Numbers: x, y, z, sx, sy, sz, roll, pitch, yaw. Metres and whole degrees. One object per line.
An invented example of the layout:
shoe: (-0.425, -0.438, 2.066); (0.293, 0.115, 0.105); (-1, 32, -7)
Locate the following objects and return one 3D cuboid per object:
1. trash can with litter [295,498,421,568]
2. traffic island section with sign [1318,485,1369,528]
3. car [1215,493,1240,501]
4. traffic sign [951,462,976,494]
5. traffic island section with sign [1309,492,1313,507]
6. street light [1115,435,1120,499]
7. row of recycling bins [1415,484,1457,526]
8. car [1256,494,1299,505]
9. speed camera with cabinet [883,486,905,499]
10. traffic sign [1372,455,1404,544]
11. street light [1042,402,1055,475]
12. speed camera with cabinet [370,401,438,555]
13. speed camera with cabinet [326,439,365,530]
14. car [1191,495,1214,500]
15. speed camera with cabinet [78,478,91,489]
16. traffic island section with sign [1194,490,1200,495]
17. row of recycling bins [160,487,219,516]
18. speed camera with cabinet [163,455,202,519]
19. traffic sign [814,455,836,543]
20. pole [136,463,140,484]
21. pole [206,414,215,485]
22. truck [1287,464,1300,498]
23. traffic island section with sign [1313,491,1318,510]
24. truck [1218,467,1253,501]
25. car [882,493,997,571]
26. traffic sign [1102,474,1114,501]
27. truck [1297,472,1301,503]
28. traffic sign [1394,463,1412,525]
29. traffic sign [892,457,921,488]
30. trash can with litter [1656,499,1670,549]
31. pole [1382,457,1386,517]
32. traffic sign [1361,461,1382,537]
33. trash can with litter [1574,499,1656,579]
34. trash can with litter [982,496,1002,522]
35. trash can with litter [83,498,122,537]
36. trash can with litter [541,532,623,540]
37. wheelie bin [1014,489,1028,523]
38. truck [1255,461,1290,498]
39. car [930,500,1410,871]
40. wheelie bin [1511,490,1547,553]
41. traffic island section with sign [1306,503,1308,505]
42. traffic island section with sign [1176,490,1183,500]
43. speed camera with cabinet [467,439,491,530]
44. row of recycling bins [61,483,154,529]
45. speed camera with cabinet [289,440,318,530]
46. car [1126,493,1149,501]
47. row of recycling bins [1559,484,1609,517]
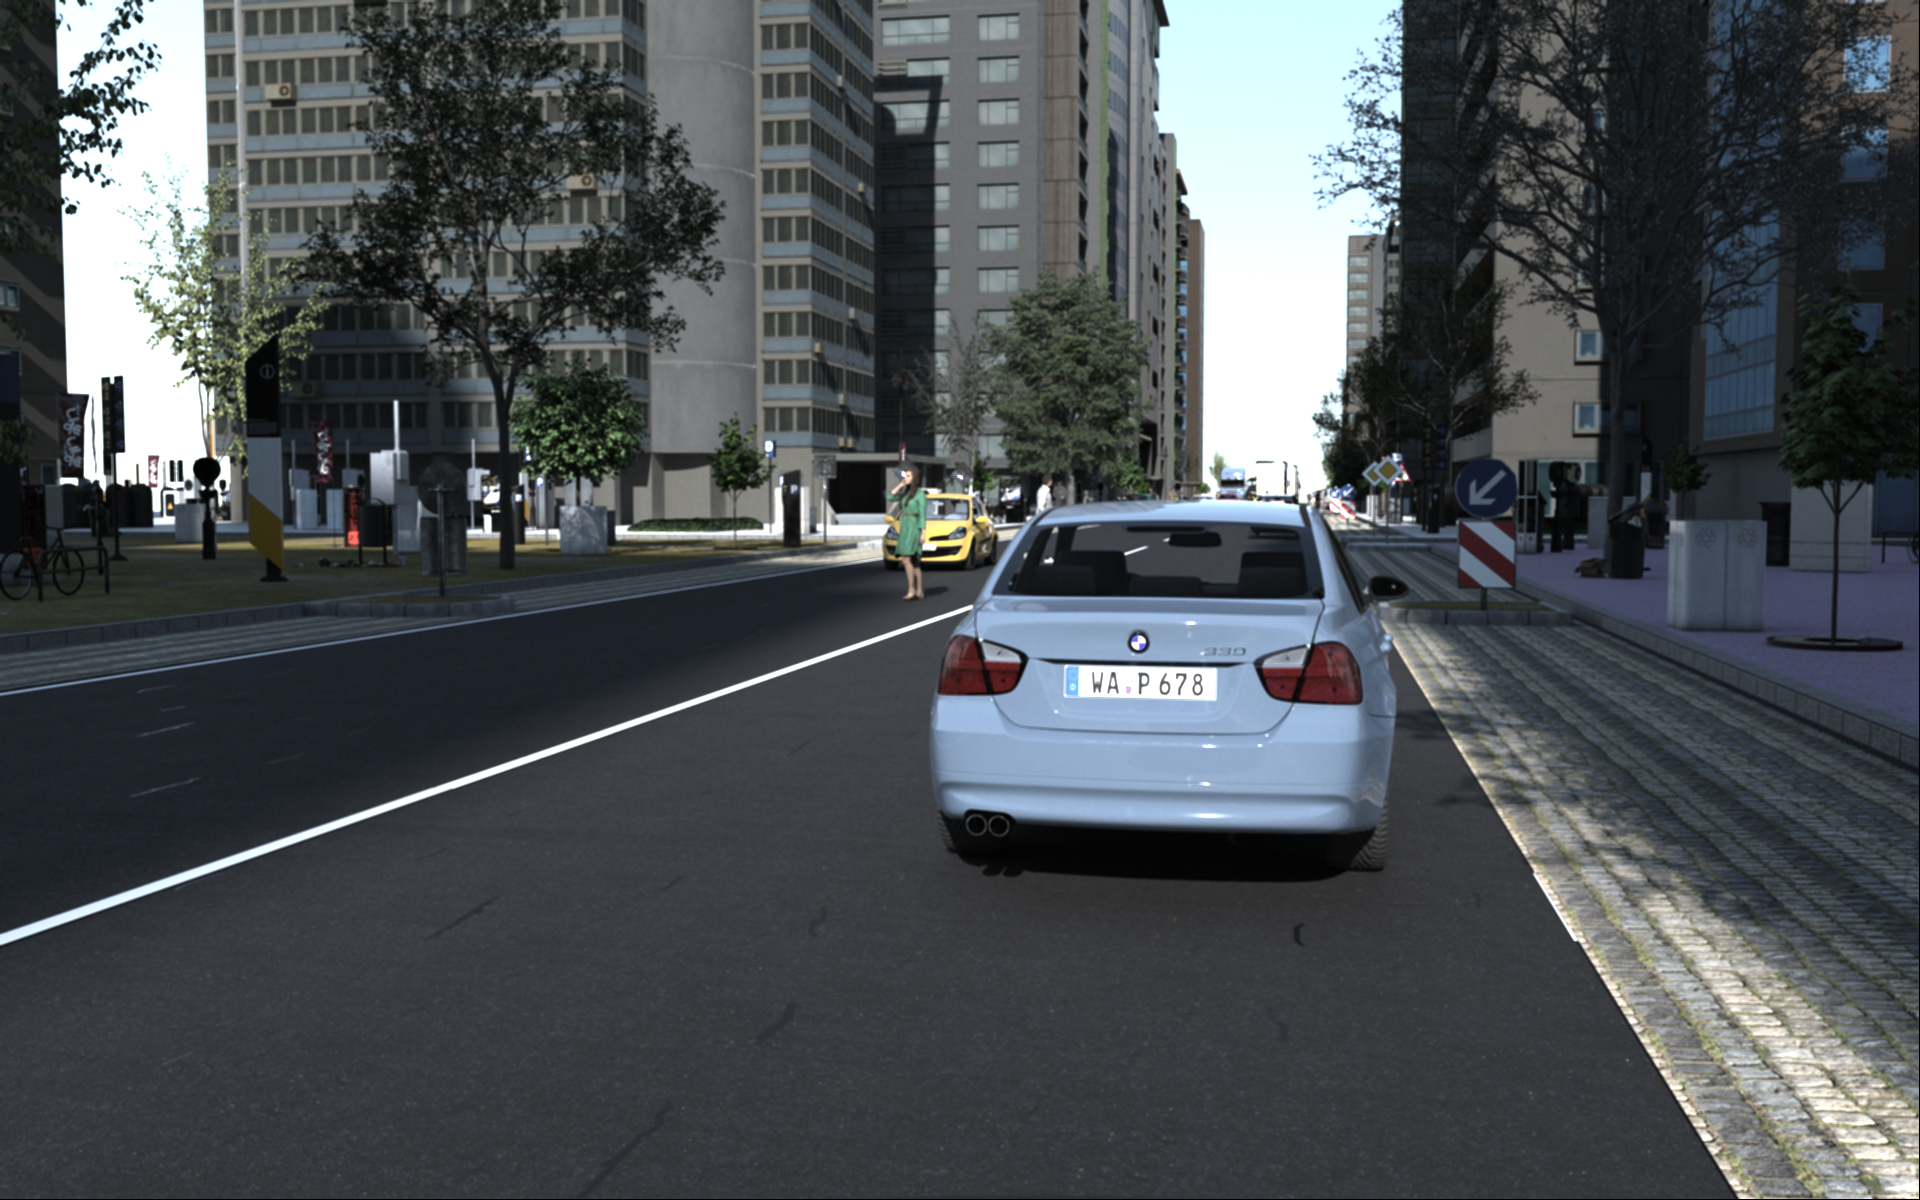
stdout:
trash can with litter: (-10.720, -1.206, 30.776); (2.233, 1.210, 1.678); (1, 4, 16)
traffic island section with sign: (16.528, -4.021, 74.366); (1.989, 1.847, 2.006); (1, 4, 11)
car: (23.002, -8.537, 148.619); (2.155, 1.783, 4.494); (1, 4, 12)
traffic sign: (0.095, -3.109, 54.478); (0.795, 2.450, 0.064); (1, 4, 11)
traffic island section with sign: (31.352, -8.636, 149.820); (1.989, 1.847, 2.006); (1, 4, 11)
street light: (10.785, -8.961, 119.303); (0.468, 5.910, 1.993); (1, 4, 11)
row of recycling bins: (19.727, -3.964, 71.925); (1.069, 1.692, 3.534); (0, 4, -1)
car: (10.424, -2.882, 56.914); (2.009, 1.686, 4.222); (1, 4, 11)
speed camera with cabinet: (-3.737, -6.044, 93.150); (2.038, 3.252, 0.660); (1, 4, 23)
traffic sign: (10.910, -2.481, 44.202); (0.795, 2.450, 0.064); (1, 4, 11)
street light: (4.454, -7.010, 87.406); (0.468, 5.910, 1.993); (1, 4, 11)
speed camera with cabinet: (-11.963, -2.635, 37.420); (0.660, 3.252, 2.038); (1, 4, 11)
speed camera with cabinet: (-22.001, -4.140, 62.029); (0.660, 3.252, 2.038); (0, 4, 4)
car: (16.280, -6.356, 116.285); (2.083, 1.381, 4.827); (1, 4, 11)
speed camera with cabinet: (-49.479, -6.314, 97.562); (0.660, 3.252, 2.038); (-1, 4, -13)
traffic island section with sign: (24.571, -10.432, 179.185); (1.989, 1.847, 2.006); (1, 4, 11)
row of recycling bins: (-45.267, -5.786, 101.706); (1.069, 1.692, 3.534); (2, 4, 32)
speed camera with cabinet: (-39.327, -5.703, 87.587); (2.038, 3.252, 0.660); (1, 4, 22)
traffic sign: (-3.544, -2.651, 45.475); (0.606, 2.300, 0.079); (1, 4, 15)
pole: (-54.292, -7.373, 114.385); (0.158, 3.312, 0.155); (0, 3, 0)
pole: (-19.070, -3.073, 44.093); (0.158, 3.312, 0.155); (0, 3, 0)
truck: (31.724, -11.054, 169.639); (2.839, 4.237, 11.283); (1, 4, 12)
traffic island section with sign: (21.730, -5.638, 100.816); (1.989, 1.847, 2.006); (1, 4, 11)
truck: (28.966, -11.689, 180.876); (2.967, 4.110, 18.799); (1, 4, 12)
car: (-0.361, -1.438, 33.733); (2.015, 1.641, 3.980); (1, 4, 10)
traffic sign: (9.532, -6.803, 111.339); (0.768, 2.556, 0.104); (1, 4, 12)
truck: (42.256, -14.271, 222.250); (2.839, 4.237, 11.283); (1, 4, 12)
traffic sign: (18.426, -4.428, 72.404); (0.884, 2.594, 0.081); (1, 4, 12)
traffic sign: (-1.445, -2.630, 46.642); (0.795, 2.450, 0.064); (1, 4, 11)
trash can with litter: (16.462, -1.803, 40.860); (0.624, 1.170, 1.055); (1, 4, 17)
pole: (23.208, -6.179, 94.873); (0.158, 3.312, 0.155); (0, 3, 0)
traffic sign: (12.450, -2.960, 52.038); (0.795, 2.450, 0.064); (1, 4, 11)
trash can with litter: (9.932, -0.920, 26.430); (1.055, 1.170, 0.624); (3, 5, 39)
trash can with litter: (1.086, -4.231, 80.231); (1.678, 1.210, 2.233); (-2, 4, -34)
trash can with litter: (-25.607, -2.470, 51.773); (0.624, 1.170, 1.055); (1, 4, 11)
trash can with litter: (-10.471, -2.286, 48.427); (2.233, 1.210, 1.678); (2, 4, 28)
wheelie bin: (2.611, -4.237, 77.177); (0.693, 1.594, 0.980); (1, 4, 15)
truck: (27.214, -9.906, 150.880); (2.839, 4.237, 11.283); (1, 4, 12)
car: (1.061, 0.244, 8.010); (2.014, 1.417, 4.499); (1, 4, 12)
wheelie bin: (12.445, -1.837, 37.945); (0.693, 1.594, 0.980); (0, 4, 7)
traffic island section with sign: (36.649, -10.286, 176.810); (1.989, 1.847, 2.006); (1, 4, 11)
traffic island section with sign: (19.284, -8.786, 152.281); (1.989, 1.847, 2.006); (1, 4, 11)
speed camera with cabinet: (-16.803, -4.124, 61.770); (2.038, 3.252, 0.660); (3, 5, 44)
row of recycling bins: (-32.446, -3.581, 65.660); (1.069, 1.692, 3.534); (3, 4, 38)
speed camera with cabinet: (-23.820, -4.191, 62.853); (0.660, 3.252, 2.038); (-2, 4, -31)
car: (11.367, -6.249, 110.968); (1.959, 1.807, 4.718); (1, 4, 11)
row of recycling bins: (25.005, -3.801, 69.260); (1.069, 1.692, 3.534); (3, 5, 44)
